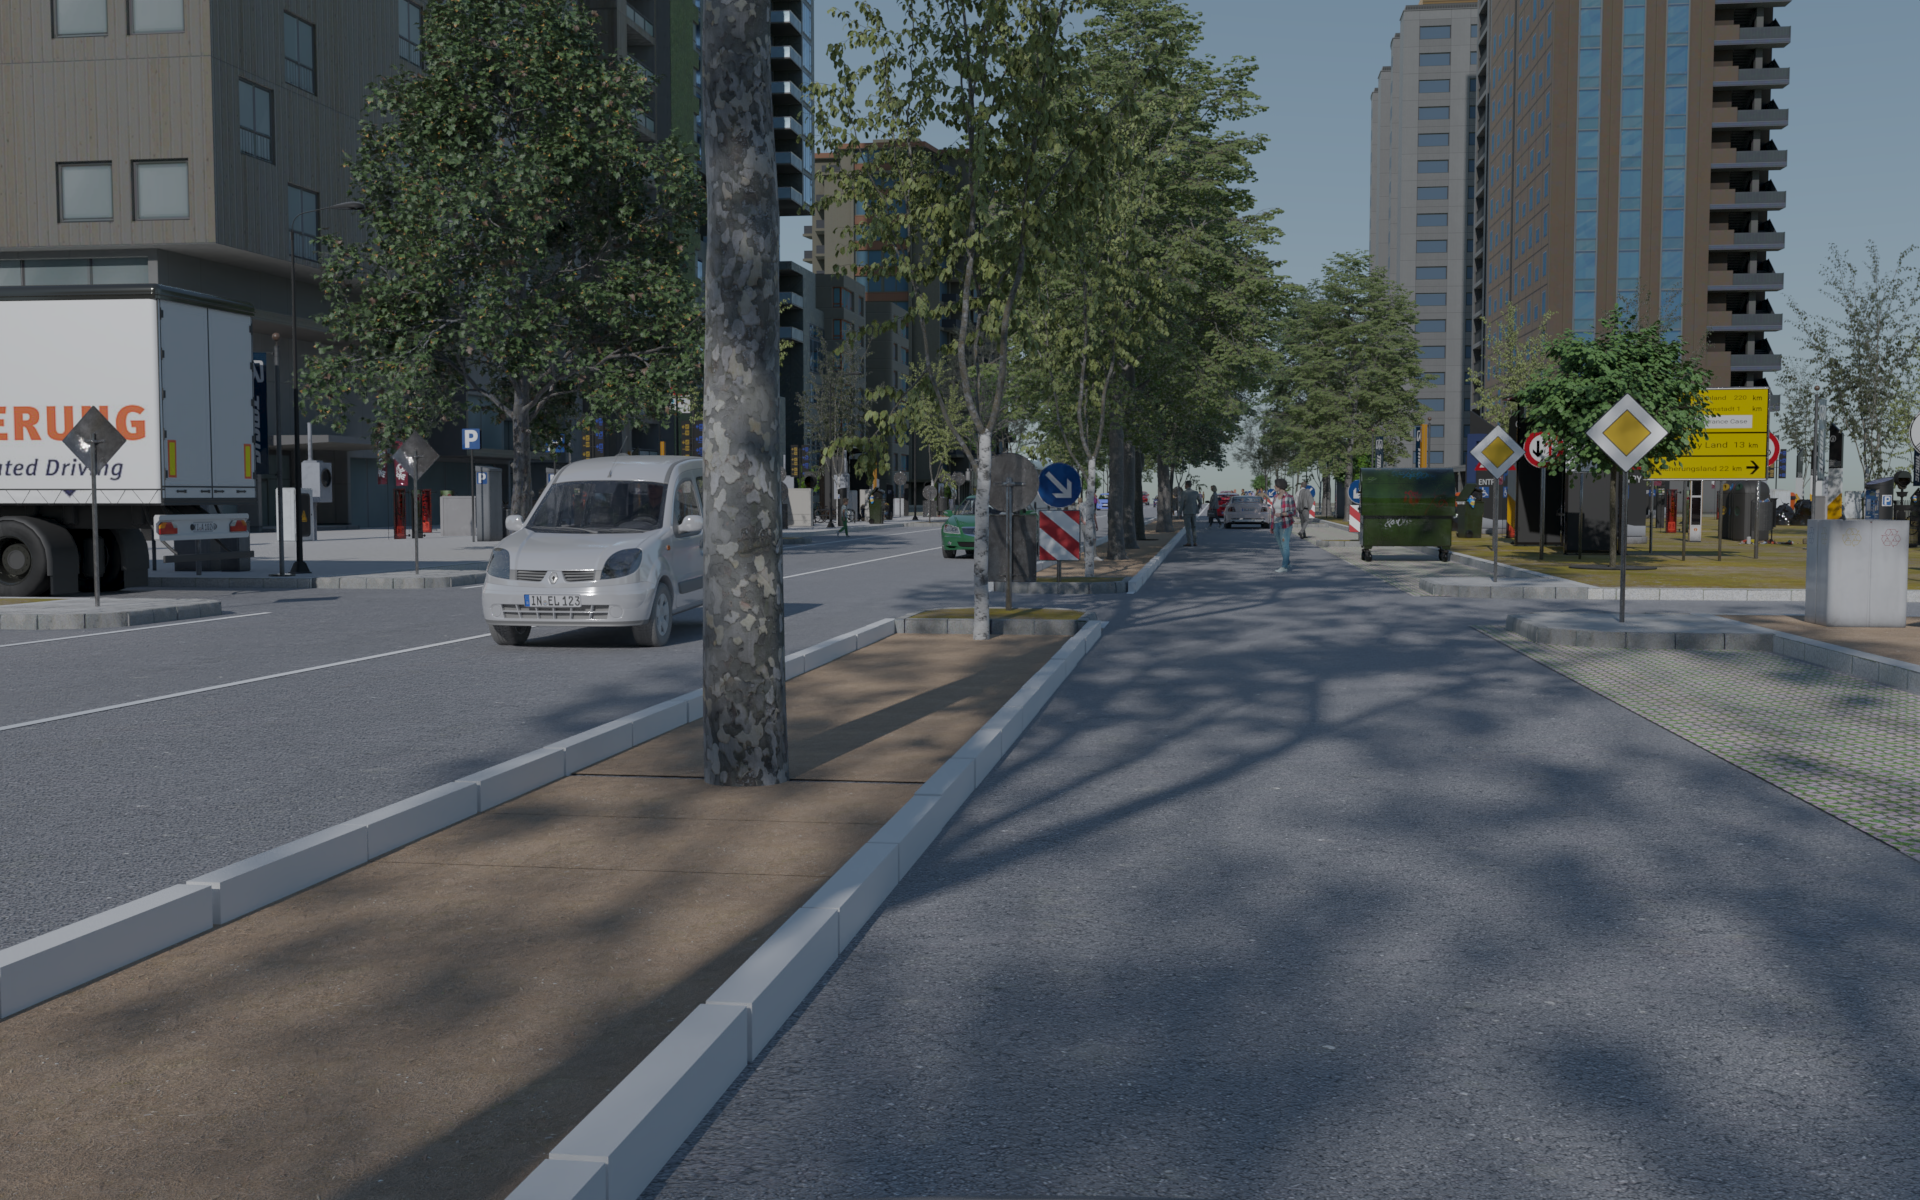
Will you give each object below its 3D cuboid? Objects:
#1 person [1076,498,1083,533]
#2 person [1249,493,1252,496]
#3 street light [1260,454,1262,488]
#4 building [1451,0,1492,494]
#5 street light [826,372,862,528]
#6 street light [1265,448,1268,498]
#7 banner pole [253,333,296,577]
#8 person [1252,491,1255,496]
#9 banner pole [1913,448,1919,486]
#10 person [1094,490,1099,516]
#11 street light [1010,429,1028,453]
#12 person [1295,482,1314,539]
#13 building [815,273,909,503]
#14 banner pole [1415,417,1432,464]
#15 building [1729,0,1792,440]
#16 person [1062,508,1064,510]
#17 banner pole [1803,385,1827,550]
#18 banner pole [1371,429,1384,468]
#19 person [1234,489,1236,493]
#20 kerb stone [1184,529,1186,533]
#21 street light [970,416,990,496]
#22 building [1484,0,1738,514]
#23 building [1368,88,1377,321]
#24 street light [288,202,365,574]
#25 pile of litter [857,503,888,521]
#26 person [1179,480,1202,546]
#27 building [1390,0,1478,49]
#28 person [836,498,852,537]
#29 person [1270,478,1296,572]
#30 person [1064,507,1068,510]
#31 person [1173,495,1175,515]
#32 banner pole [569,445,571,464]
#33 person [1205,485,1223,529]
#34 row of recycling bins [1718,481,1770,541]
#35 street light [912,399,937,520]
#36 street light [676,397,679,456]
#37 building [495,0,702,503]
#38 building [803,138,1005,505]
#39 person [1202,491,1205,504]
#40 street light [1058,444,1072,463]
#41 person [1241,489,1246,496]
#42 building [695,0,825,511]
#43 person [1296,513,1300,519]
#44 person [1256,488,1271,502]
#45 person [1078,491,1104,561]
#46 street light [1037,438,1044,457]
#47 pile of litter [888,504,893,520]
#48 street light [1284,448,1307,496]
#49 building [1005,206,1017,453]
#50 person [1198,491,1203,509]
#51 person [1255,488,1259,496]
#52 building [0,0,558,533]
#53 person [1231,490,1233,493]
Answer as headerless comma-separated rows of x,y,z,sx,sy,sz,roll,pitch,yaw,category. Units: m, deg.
4.445,-3.144,64.169,0.640,1.303,0.475,2,4,28,person
15.396,-4.935,91.787,0.523,1.515,0.503,2,4,35,person
35.173,-13.877,199.421,1.470,5.913,1.316,1,4,8,street light
52.916,-43.220,144.899,20.563,71.187,20.611,1,4,8,building
-4.409,-5.718,66.031,1.470,5.913,1.316,1,4,8,street light
31.533,-12.381,174.967,1.470,5.913,1.316,1,4,8,street light
-10.833,-2.260,26.962,0.863,3.779,0.401,0,4,-3,banner pole
36.347,-12.623,214.752,0.709,1.838,0.599,2,4,24,person
37.364,-4.734,67.415,0.401,3.779,0.863,0,4,-6,banner pole
9.115,-6.521,115.796,0.721,1.739,1.217,0,4,-6,person
4.092,-9.198,122.923,1.470,5.913,1.316,1,4,8,street light
10.985,-2.852,55.235,0.679,1.850,0.850,3,4,36,person
-20.667,-18.795,152.330,27.650,21.520,28.899,1,4,8,building
15.106,-4.061,56.414,0.401,3.779,0.863,-2,4,-27,banner pole
44.994,-28.412,114.652,14.600,45.320,14.200,1,4,8,building
5.669,-5.356,96.275,0.606,1.804,0.583,1,4,22,person
19.896,-3.065,40.137,0.863,3.779,0.401,-3,5,-44,banner pole
15.869,-4.650,66.048,0.401,3.779,0.863,-2,4,-26,banner pole
18.199,-6.455,114.593,0.990,1.755,0.434,2,4,24,person
7.554,-2.259,59.184,0.120,0.150,1.000,1,4,8,kerb stone
1.183,-8.016,103.603,1.470,5.913,1.316,1,4,8,street light
47.447,-29.266,128.617,14.600,45.320,14.200,1,4,8,building
67.061,-42.604,238.573,21.231,58.520,28.212,1,4,8,building
-10.143,-3.377,27.757,1.470,5.913,1.316,1,4,8,street light
-4.394,-4.139,81.638,1.719,0.858,1.176,0,4,-2,pile of litter
6.319,-2.383,47.569,0.635,1.810,0.391,-2,4,-29,person
62.826,-40.886,210.492,21.231,58.520,28.212,1,4,8,building
-3.862,-2.738,57.511,0.590,1.304,0.306,-2,4,-33,person
5.951,-1.374,31.796,0.643,1.720,0.563,-2,4,-30,person
6.867,-6.140,112.151,1.065,1.426,0.557,-2,4,-30,person
14.248,-6.598,116.470,1.348,1.812,0.705,0,4,4,person
-13.486,-4.276,59.934,0.401,3.779,0.863,-1,4,-16,banner pole
10.312,-3.764,70.217,0.728,1.800,0.709,1,4,10,person
21.934,-2.525,48.396,1.069,1.692,3.534,1,4,16,row of recycling bins
-1.664,-6.869,84.845,1.470,5.913,1.316,1,4,8,street light
-7.190,-4.568,47.222,1.470,5.913,1.316,1,4,8,street light
-22.693,-25.004,92.403,14.154,41.232,14.086,1,4,8,building
-7.447,-34.335,216.008,22.147,44.769,28.867,1,4,8,building
35.503,-14.936,252.795,0.705,1.812,1.348,0,4,-3,person
9.711,-11.541,161.232,1.470,5.913,1.316,1,4,8,street light
20.282,-7.080,124.353,0.705,1.812,1.348,-1,4,-13,person
-21.963,-49.378,120.001,22.319,86.520,31.000,1,4,8,building
19.366,-5.258,98.741,0.394,1.301,0.425,3,5,42,person
17.872,-5.763,102.742,1.348,1.823,0.705,2,4,35,person
2.772,-1.582,36.955,0.523,1.515,0.503,2,4,28,person
6.867,-10.348,141.733,1.470,5.913,1.316,1,4,8,street light
-3.935,-4.379,85.567,1.176,0.858,1.719,2,4,32,pile of litter
23.143,-8.920,118.388,1.470,5.913,1.316,1,4,8,street light
-3.663,-36.083,244.576,22.147,44.769,28.867,1,4,8,building
22.832,-9.497,164.695,0.541,1.710,0.530,1,4,22,person
19.720,-6.487,114.653,0.705,1.812,1.348,0,4,2,person
-33.228,-29.072,64.560,28.713,52.752,27.495,1,4,8,building
21.603,-7.872,137.999,1.217,1.735,0.721,2,4,34,person
